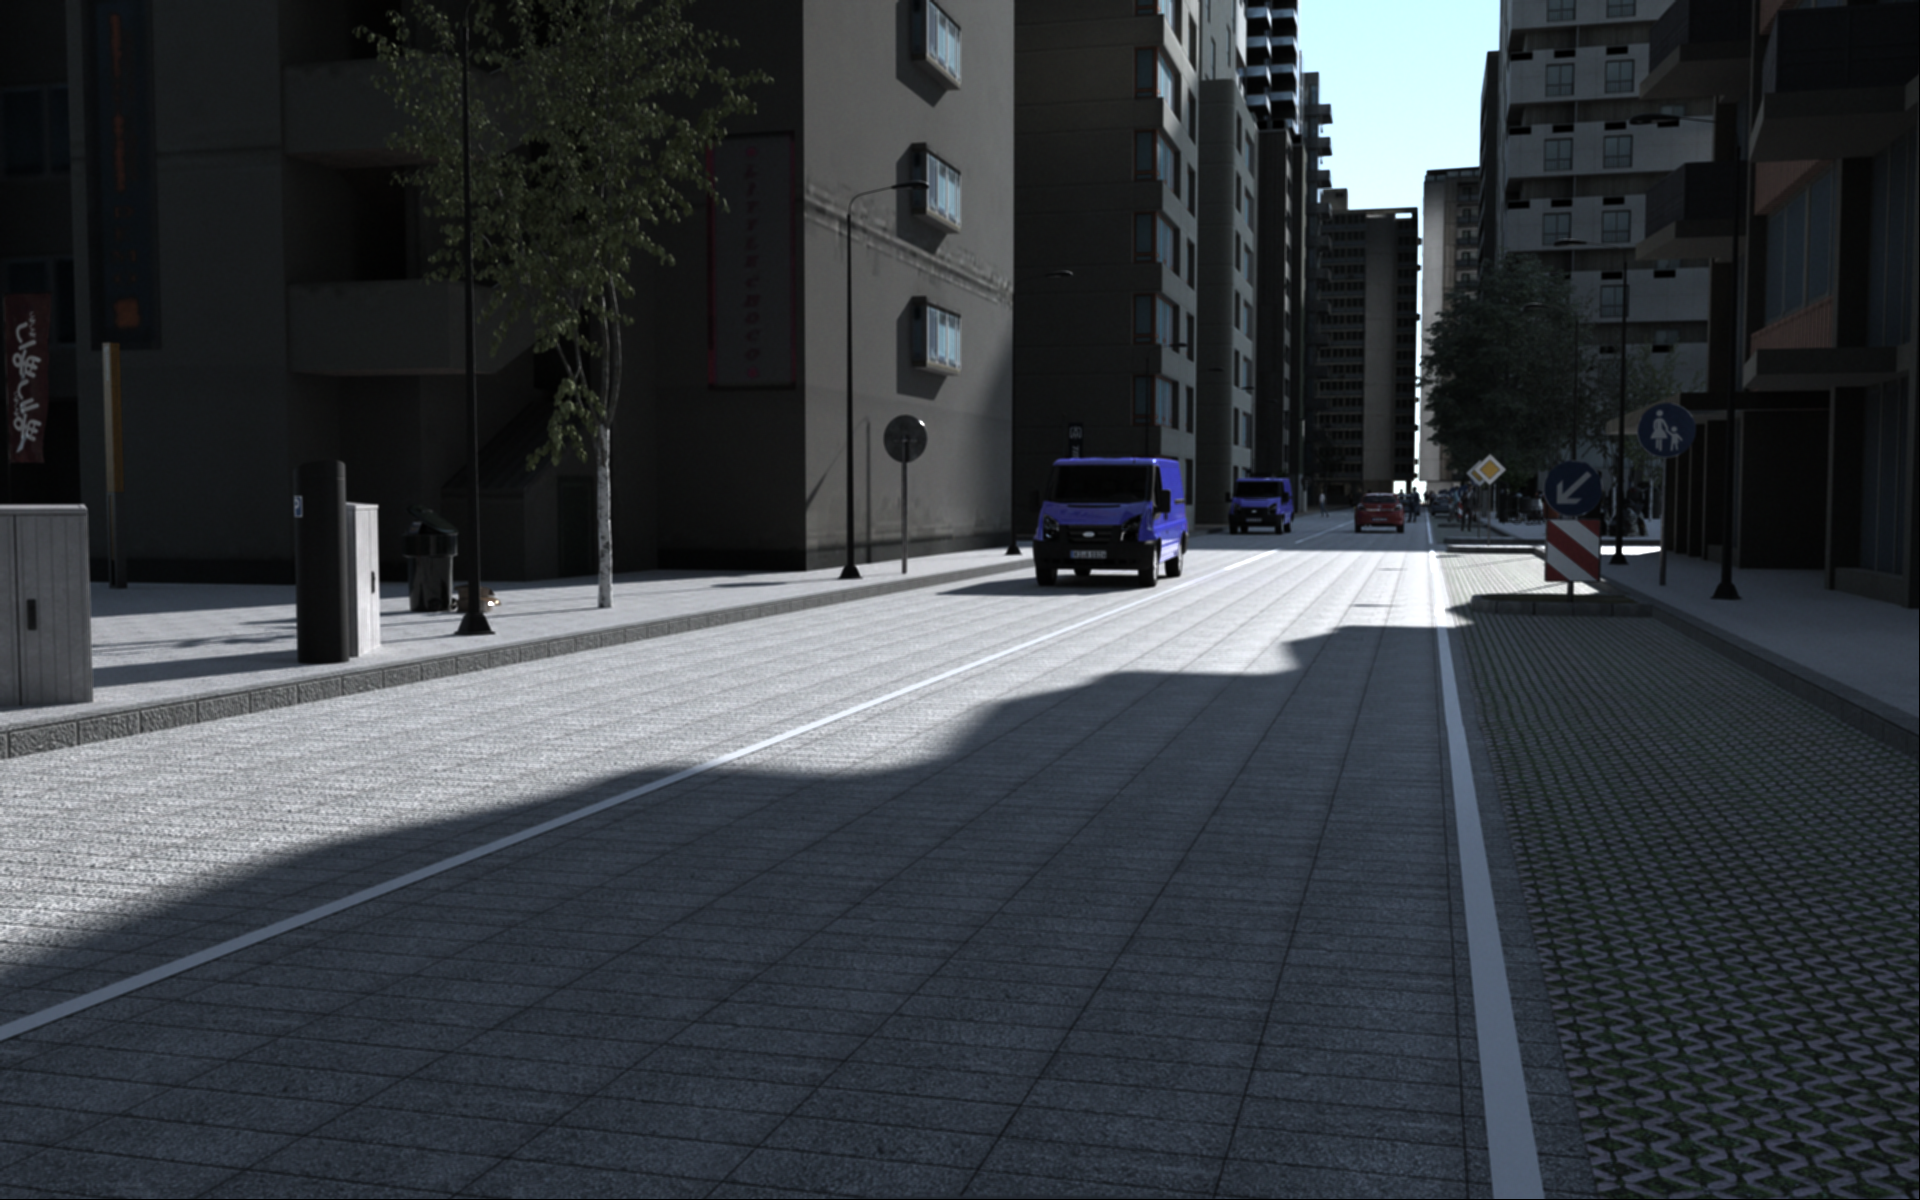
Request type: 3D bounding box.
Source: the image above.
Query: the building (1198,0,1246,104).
[{"bbox_3d":[3.629,-31.880,110.473,28.713,52.752,27.495,1,4,15],"label":"building"}]

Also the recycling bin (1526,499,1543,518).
[{"bbox_3d":[30.876,-4.925,93.081,0.722,1.027,0.722,3,4,37],"label":"recycling bin"}]

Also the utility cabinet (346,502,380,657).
[{"bbox_3d":[-4.951,-0.179,14.090,0.306,1.237,1.020,-1,4,-9],"label":"utility cabinet"}]

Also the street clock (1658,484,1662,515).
[{"bbox_3d":[43.422,-6.272,107.109,0.471,2.002,0.358,1,4,11],"label":"street clock"}]

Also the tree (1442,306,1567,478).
[{"bbox_3d":[33.012,-11.429,104.998,7.486,12.596,7.792,0,3,0],"label":"tree"}]

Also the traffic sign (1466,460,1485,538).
[{"bbox_3d":[15.169,-2.871,50.588,0.795,2.450,0.064,1,4,15],"label":"traffic sign"}]

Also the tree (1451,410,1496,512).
[{"bbox_3d":[38.042,-10.613,123.881,4.737,8.622,4.395,0,3,0],"label":"tree"}]

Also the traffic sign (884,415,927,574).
[{"bbox_3d":[-0.898,-1.701,27.910,0.768,2.556,0.104,1,4,23],"label":"traffic sign"}]

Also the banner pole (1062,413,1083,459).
[{"bbox_3d":[3.409,-3.874,53.357,0.863,3.779,0.401,-1,4,-9],"label":"banner pole"}]

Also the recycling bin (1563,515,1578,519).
[{"bbox_3d":[23.650,-3.304,66.566,0.722,1.027,0.722,0,4,-1],"label":"recycling bin"}]

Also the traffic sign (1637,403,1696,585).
[{"bbox_3d":[9.885,-1.479,24.290,0.768,2.556,0.104,1,4,21],"label":"traffic sign"}]

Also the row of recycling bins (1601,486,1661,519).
[{"bbox_3d":[34.727,-5.101,90.506,3.534,1.692,1.069,2,4,25],"label":"row of recycling bins"}]

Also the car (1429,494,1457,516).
[{"bbox_3d":[32.296,-6.322,115.372,2.014,1.417,4.499,1,4,14],"label":"car"}]

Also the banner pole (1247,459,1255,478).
[{"bbox_3d":[20.806,-8.203,124.140,0.863,3.779,0.401,1,4,16],"label":"banner pole"}]

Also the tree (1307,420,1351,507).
[{"bbox_3d":[36.874,-13.638,173.341,4.360,8.622,3.978,0,3,0],"label":"tree"}]

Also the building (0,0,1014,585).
[{"bbox_3d":[-11.572,-25.105,34.171,21.600,48.544,21.300,1,4,15],"label":"building"}]

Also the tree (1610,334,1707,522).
[{"bbox_3d":[32.287,-7.935,80.092,4.737,8.622,4.395,0,3,0],"label":"tree"}]

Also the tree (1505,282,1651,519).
[{"bbox_3d":[21.333,-6.779,61.193,4.360,8.622,3.978,0,3,0],"label":"tree"}]

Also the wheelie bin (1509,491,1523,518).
[{"bbox_3d":[29.976,-5.257,93.864,0.980,1.594,0.693,2,4,27],"label":"wheelie bin"}]

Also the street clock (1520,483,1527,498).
[{"bbox_3d":[37.381,-6.753,114.979,0.471,2.002,0.358,3,5,44],"label":"street clock"}]

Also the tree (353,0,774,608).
[{"bbox_3d":[-4.239,-4.213,19.248,4.737,8.622,4.395,0,3,0],"label":"tree"}]

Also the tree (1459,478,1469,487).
[{"bbox_3d":[54.872,-11.900,189.168,1.663,3.219,1.824,0,3,0],"label":"tree"}]

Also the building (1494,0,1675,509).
[{"bbox_3d":[56.334,-33.382,135.041,28.713,52.752,27.495,1,4,15],"label":"building"}]

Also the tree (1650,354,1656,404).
[{"bbox_3d":[28.427,-7.664,75.661,4.360,8.622,3.978,0,3,0],"label":"tree"}]

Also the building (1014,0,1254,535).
[{"bbox_3d":[-3.406,-13.797,70.621,27.650,21.520,28.899,1,4,15],"label":"building"}]

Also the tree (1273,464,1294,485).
[{"bbox_3d":[20.621,-7.154,111.562,1.663,3.219,1.824,0,3,0],"label":"tree"}]

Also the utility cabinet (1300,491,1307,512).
[{"bbox_3d":[24.057,-6.894,121.398,0.318,1.500,1.173,1,4,20],"label":"utility cabinet"}]

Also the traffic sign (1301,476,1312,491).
[{"bbox_3d":[24.495,-7.493,122.613,0.768,2.556,0.104,1,4,22],"label":"traffic sign"}]

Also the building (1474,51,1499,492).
[{"bbox_3d":[65.146,-34.021,179.940,21.300,48.544,21.600,1,4,15],"label":"building"}]

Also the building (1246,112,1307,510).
[{"bbox_3d":[19.280,-22.217,134.956,14.160,30.474,14.107,1,4,15],"label":"building"}]

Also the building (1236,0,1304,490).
[{"bbox_3d":[20.606,-51.634,156.889,22.319,86.520,31.000,1,4,15],"label":"building"}]

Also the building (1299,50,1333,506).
[{"bbox_3d":[25.003,-34.913,190.428,30.456,49.044,23.786,1,4,15],"label":"building"}]

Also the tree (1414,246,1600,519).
[{"bbox_3d":[28.583,-11.255,90.678,9.857,13.997,8.962,0,3,0],"label":"tree"}]

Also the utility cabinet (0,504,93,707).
[{"bbox_3d":[-5.844,0.041,10.489,1.020,1.237,0.306,-2,4,-30],"label":"utility cabinet"}]

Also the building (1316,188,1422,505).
[{"bbox_3d":[46.867,-32.498,223.224,23.993,40.220,32.217,1,4,15],"label":"building"}]

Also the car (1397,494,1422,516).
[{"bbox_3d":[29.973,-6.376,116.254,2.014,1.417,4.499,1,4,16],"label":"car"}]

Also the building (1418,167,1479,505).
[{"bbox_3d":[63.018,-32.191,209.922,14.086,41.232,14.154,1,4,15],"label":"building"}]

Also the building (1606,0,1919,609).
[{"bbox_3d":[22.055,-22.565,23.555,22.147,44.769,28.867,1,4,15],"label":"building"}]

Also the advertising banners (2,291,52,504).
[{"bbox_3d":[-8.804,-1.167,15.274,2.074,3.025,0.090,1,4,17],"label":"advertising banners"}]

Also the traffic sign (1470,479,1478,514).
[{"bbox_3d":[33.594,-6.885,112.679,0.768,2.556,0.104,1,4,19],"label":"traffic sign"}]

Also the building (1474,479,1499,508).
[{"bbox_3d":[58.824,-44.090,159.131,20.563,71.187,20.611,1,4,15],"label":"building"}]

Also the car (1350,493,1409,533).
[{"bbox_3d":[15.835,-3.447,65.396,2.155,1.783,4.494,1,4,13],"label":"car"}]

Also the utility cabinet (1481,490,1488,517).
[{"bbox_3d":[28.964,-5.323,95.702,0.318,1.500,1.173,1,4,14],"label":"utility cabinet"}]

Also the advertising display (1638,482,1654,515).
[{"bbox_3d":[36.548,-5.328,92.334,0.123,1.923,0.974,-2,4,-27],"label":"advertising display"}]

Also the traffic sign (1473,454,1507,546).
[{"bbox_3d":[13.101,-2.399,42.874,0.795,2.450,0.064,1,4,15],"label":"traffic sign"}]

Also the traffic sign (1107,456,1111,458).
[{"bbox_3d":[3.886,-2.551,45.356,0.795,2.450,0.064,1,4,15],"label":"traffic sign"}]

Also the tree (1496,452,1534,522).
[{"bbox_3d":[25.125,-5.175,79.211,1.663,3.219,1.824,0,3,0],"label":"tree"}]
